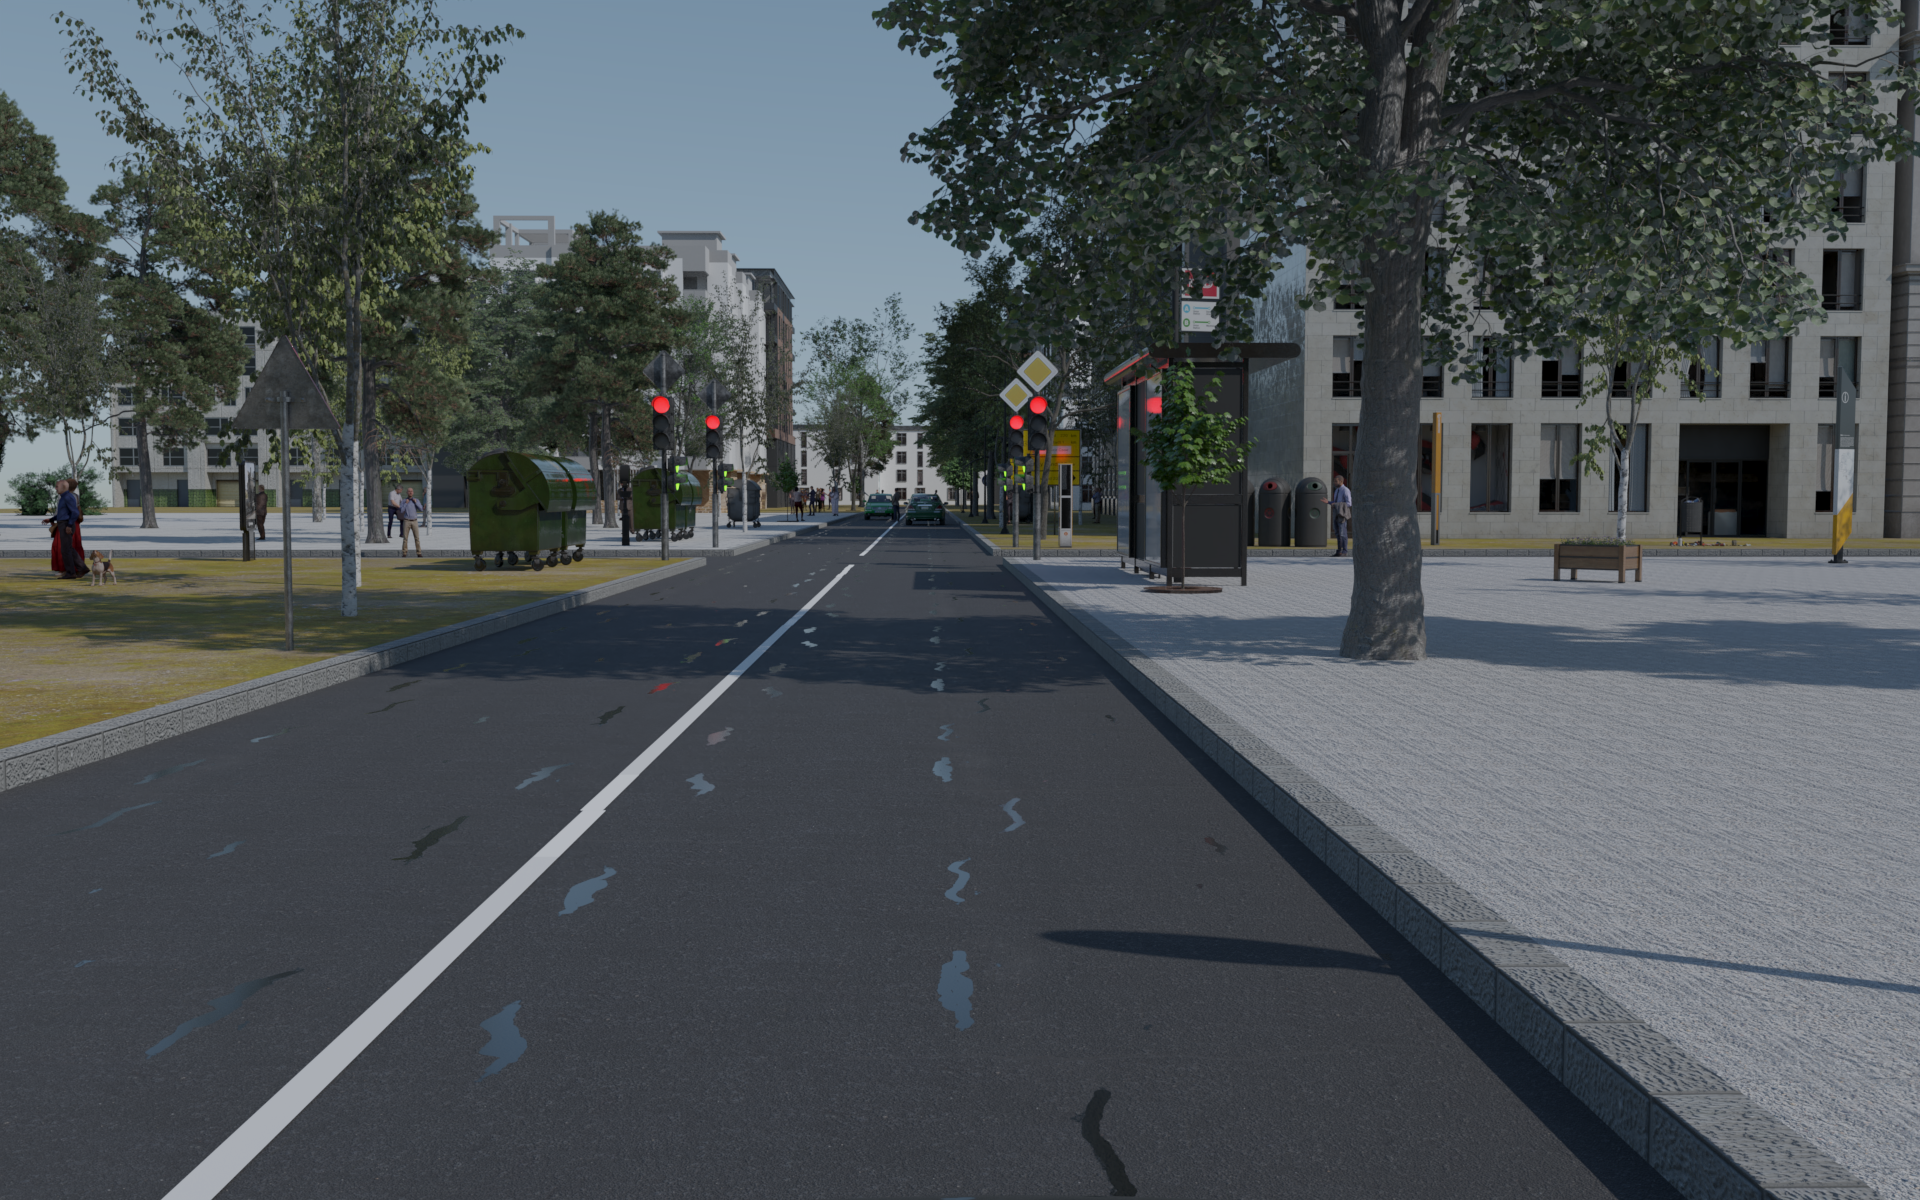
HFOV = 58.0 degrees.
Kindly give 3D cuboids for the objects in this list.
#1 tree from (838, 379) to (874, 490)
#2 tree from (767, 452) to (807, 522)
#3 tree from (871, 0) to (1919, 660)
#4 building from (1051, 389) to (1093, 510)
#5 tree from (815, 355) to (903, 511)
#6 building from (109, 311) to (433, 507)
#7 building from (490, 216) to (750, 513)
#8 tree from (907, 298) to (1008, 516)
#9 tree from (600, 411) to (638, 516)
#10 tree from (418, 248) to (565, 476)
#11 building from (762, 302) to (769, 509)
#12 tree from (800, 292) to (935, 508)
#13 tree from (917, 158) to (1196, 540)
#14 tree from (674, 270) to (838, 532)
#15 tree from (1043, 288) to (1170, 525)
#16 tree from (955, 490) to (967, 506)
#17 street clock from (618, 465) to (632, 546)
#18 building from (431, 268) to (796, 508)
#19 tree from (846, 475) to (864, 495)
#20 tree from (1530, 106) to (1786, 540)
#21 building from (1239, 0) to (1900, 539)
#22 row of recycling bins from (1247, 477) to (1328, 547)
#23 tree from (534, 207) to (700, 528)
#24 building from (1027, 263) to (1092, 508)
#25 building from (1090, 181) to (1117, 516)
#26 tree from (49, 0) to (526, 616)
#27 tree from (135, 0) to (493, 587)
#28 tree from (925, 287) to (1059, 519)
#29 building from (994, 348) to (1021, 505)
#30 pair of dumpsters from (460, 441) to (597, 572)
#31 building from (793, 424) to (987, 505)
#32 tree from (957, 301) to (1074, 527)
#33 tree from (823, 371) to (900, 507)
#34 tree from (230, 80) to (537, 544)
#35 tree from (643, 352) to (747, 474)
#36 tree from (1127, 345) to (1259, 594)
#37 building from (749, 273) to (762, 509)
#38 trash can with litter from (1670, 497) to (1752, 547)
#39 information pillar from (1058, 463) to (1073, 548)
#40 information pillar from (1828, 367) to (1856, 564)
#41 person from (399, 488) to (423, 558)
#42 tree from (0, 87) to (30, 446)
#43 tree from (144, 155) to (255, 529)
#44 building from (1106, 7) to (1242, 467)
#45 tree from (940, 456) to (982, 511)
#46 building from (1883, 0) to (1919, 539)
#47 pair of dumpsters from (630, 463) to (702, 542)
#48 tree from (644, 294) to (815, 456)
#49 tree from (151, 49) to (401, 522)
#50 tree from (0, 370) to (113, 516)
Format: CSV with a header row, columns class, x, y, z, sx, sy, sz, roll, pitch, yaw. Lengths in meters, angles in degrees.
class,x,y,z,sx,sy,sz,roll,pitch,yaw
tree,-7.698,-9.449,104.853,4.360,8.622,3.978,0,3,0
tree,-8.073,-5.204,79.689,1.663,3.219,1.824,0,3,0
tree,3.461,-6.521,13.272,9.857,13.997,8.962,0,3,0
building,12.651,-11.990,138.188,9.099,9.664,28.070,0,4,-1
tree,-8.165,-12.554,131.018,9.928,11.665,9.643,0,3,0
building,-66.391,-18.908,175.606,31.486,18.905,16.747,0,4,-1
building,-23.731,-16.271,122.445,16.016,20.091,11.380,0,4,-1
tree,0.800,-11.180,100.926,7.486,12.596,7.792,0,3,0
tree,-20.017,-9.240,101.431,4.360,8.622,3.978,0,3,0
tree,-24.330,-11.285,91.168,9.857,13.997,8.962,0,3,0
building,-24.333,-17.702,145.849,16.016,20.091,11.380,0,4,-1
tree,-8.306,-18.754,162.512,12.611,20.169,13.585,0,3,0
tree,2.497,-6.962,48.246,8.767,10.594,7.601,-3,5,-40
tree,-6.967,-6.563,57.671,4.360,8.622,3.978,0,3,0
tree,5.613,-6.605,58.361,4.360,8.622,3.978,0,3,0
tree,-0.464,-14.790,192.180,4.360,8.622,3.978,0,3,0
street clock,-8.315,-2.353,43.034,0.358,2.002,0.471,0,4,-6
building,-33.298,-19.966,170.419,32.646,21.610,27.936,0,4,-1
tree,-8.848,-9.333,147.196,1.663,3.219,1.824,0,3,0
tree,11.509,-4.838,29.468,4.737,8.622,4.395,0,3,0
building,18.115,-12.206,54.320,16.860,20.320,10.420,0,4,-1
row of recycling bins,7.238,-2.163,42.477,3.534,1.692,1.069,1,4,20
tree,-13.303,-8.748,65.078,6.751,12.117,7.091,0,3,0
building,21.700,-19.861,168.710,27.936,21.610,32.646,0,4,-1
building,13.831,-17.009,106.980,11.050,23.489,19.941,0,4,-1
tree,-6.668,-4.138,18.015,4.360,8.622,3.978,0,3,0
tree,-8.633,-4.491,23.788,4.737,8.622,4.395,0,3,0
tree,1.576,-10.161,88.180,6.751,12.117,7.091,0,3,0
building,20.304,-23.190,223.124,32.646,21.610,27.936,0,4,-1
pair of dumpsters,-7.586,-1.722,30.641,1.574,2.255,4.436,0,4,-1
building,-9.851,-16.549,212.727,28.070,9.664,9.099,0,4,-1
tree,1.813,-7.096,66.381,4.737,8.622,4.395,0,3,0
tree,-10.410,-16.524,177.593,7.806,13.903,7.818,0,3,0
tree,-15.285,-7.502,44.714,6.751,12.117,7.091,0,3,0
tree,-16.988,-10.603,107.766,8.767,10.594,7.601,0,4,3
tree,2.912,-1.708,22.522,1.663,3.219,1.824,0,3,0
building,-24.170,-16.979,134.023,16.016,20.091,11.380,0,4,-1
trash can with litter,18.508,-1.941,42.799,2.233,1.210,1.678,0,4,3
information pillar,2.517,-2.257,41.394,0.304,2.012,0.304,0,4,-3
information pillar,16.338,-2.487,32.020,0.504,3.616,0.183,-2,4,-31
person,-12.322,-1.734,38.916,0.516,1.574,0.319,-1,4,-20
tree,-30.422,-8.922,53.301,7.806,13.903,7.818,0,3,0
tree,-30.536,-9.597,64.339,7.806,13.903,7.818,0,3,0
building,15.535,-16.083,82.019,14.314,24.678,30.058,0,4,-1
tree,0.174,-8.993,130.742,4.285,4.588,4.351,0,3,0
building,38.555,-13.062,55.362,24.055,21.916,13.314,0,4,-1
pair of dumpsters,-8.212,-2.800,48.271,1.574,2.255,4.436,0,4,-1
tree,-14.500,-9.958,88.561,9.928,11.665,9.643,0,3,0
tree,-29.880,-13.502,76.652,12.611,20.169,13.585,0,3,0
tree,-58.808,-12.033,98.563,13.155,14.587,18.604,1,4,21
